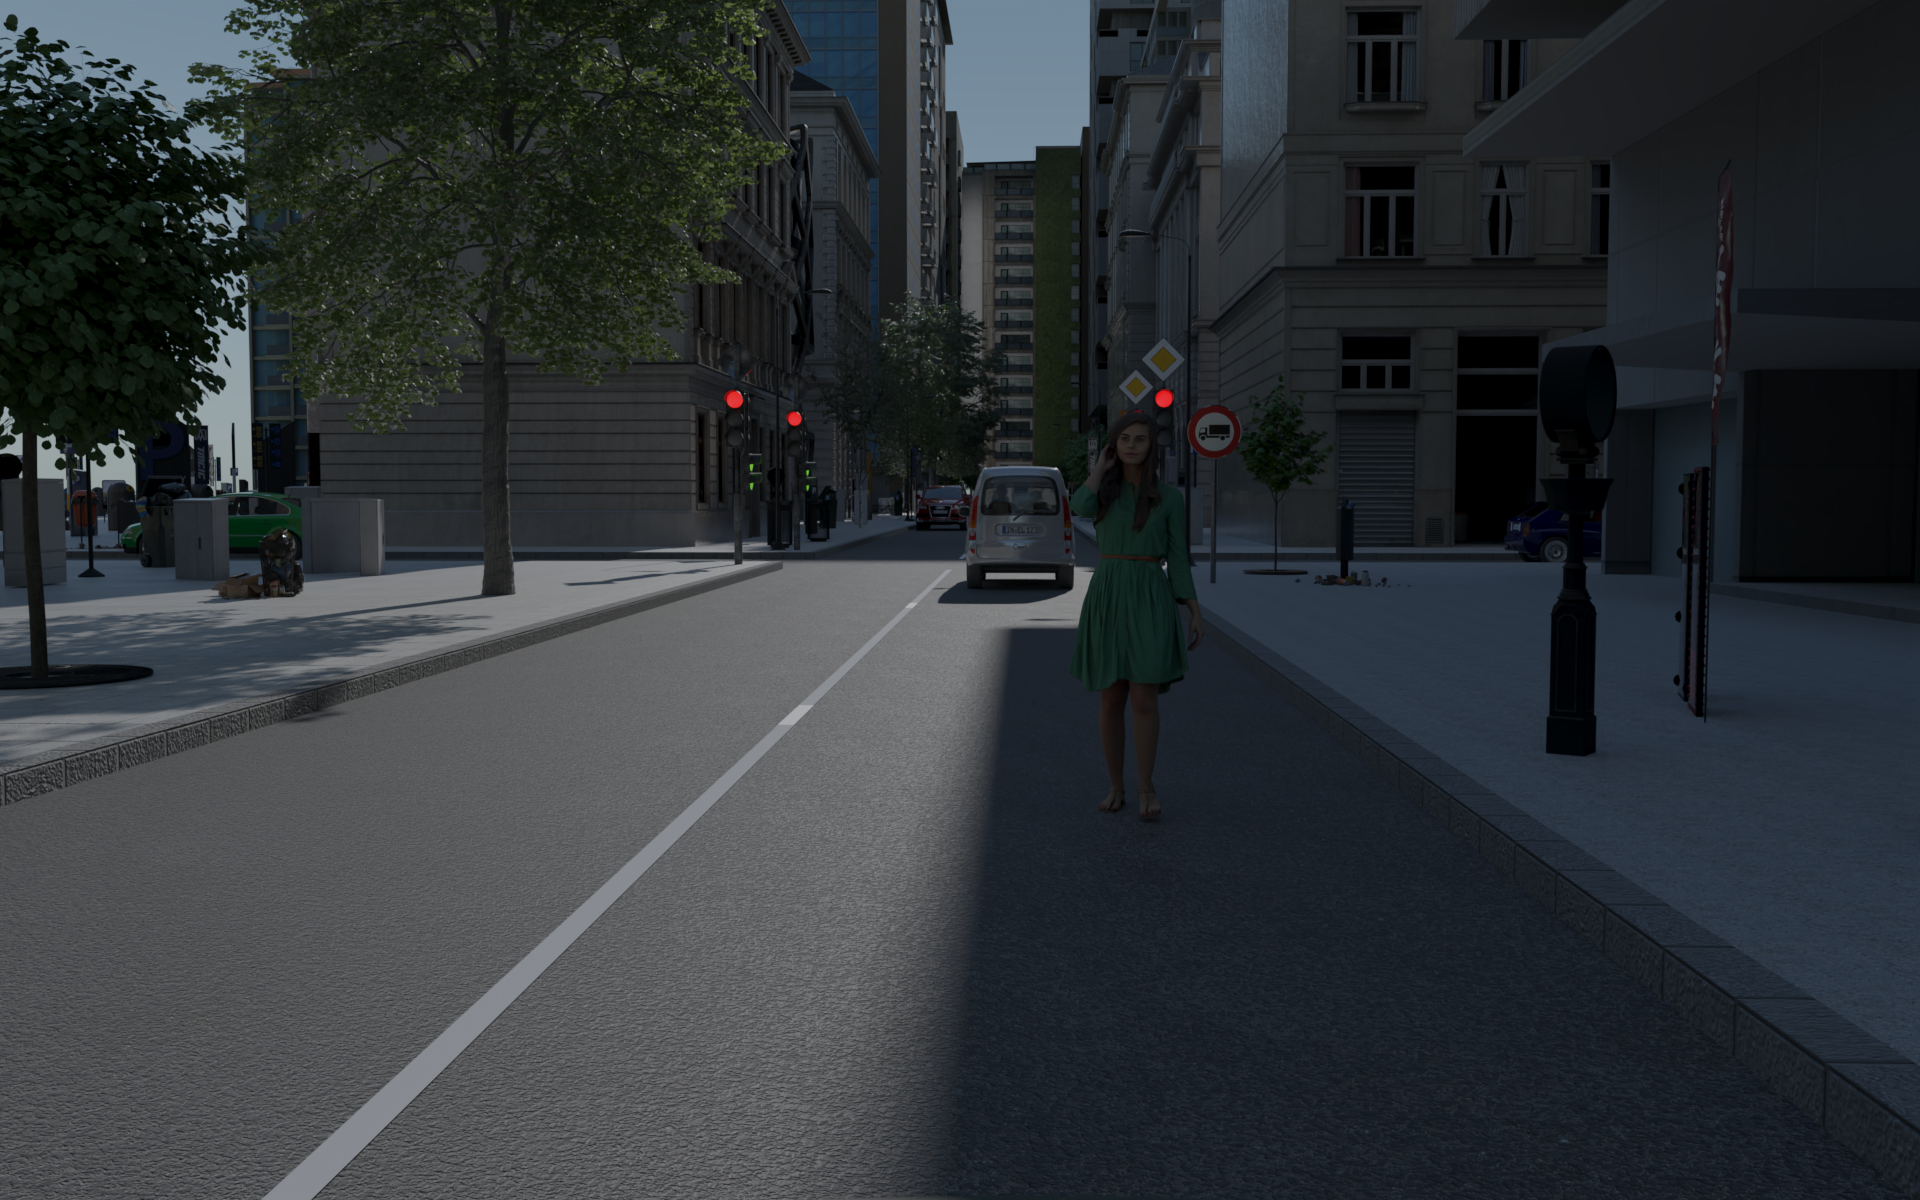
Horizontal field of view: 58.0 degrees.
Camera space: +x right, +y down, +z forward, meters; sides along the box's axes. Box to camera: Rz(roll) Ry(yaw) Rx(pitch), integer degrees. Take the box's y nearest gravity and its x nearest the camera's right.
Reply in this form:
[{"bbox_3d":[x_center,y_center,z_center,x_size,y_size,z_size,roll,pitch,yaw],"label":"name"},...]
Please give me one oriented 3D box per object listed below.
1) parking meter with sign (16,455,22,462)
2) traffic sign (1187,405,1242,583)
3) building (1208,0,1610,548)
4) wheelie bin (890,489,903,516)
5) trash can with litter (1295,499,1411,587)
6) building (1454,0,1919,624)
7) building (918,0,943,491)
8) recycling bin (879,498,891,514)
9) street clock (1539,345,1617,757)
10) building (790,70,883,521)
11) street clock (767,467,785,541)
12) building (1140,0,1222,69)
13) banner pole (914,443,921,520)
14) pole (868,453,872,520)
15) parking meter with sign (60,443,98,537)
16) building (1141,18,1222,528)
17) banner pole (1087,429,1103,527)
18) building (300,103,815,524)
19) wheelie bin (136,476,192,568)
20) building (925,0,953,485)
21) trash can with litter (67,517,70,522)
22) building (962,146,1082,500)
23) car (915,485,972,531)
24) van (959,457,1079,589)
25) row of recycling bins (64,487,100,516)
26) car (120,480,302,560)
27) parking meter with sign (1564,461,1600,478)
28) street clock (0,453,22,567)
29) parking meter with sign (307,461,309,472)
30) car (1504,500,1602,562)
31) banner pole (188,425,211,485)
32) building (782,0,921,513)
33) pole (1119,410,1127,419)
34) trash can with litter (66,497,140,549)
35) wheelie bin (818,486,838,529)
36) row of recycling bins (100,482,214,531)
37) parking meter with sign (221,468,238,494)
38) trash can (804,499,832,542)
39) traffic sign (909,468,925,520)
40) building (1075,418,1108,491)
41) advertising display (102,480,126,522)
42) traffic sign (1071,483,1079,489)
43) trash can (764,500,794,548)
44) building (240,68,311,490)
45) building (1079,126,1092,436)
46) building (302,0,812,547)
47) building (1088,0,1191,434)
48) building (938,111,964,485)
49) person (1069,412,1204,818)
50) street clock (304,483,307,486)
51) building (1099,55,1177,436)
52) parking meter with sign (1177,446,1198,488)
[{"bbox_3d":[-41.430,-4.914,76.609,0.543,3.016,1.738,-2,4,-28],"label":"parking meter with sign"},{"bbox_3d":[3.642,-1.513,24.839,0.768,2.556,0.104,0,4,7],"label":"traffic sign"},{"bbox_3d":[22.244,-13.114,47.690,30.059,22.955,16.112,0,4,2],"label":"building"},{"bbox_3d":[-3.740,-5.827,103.175,0.693,1.594,0.980,-2,4,-23],"label":"wheelie bin"},{"bbox_3d":[5.694,-0.850,24.957,1.678,1.210,2.233,1,4,18],"label":"trash can with litter"},{"bbox_3d":[20.885,-25.954,13.590,28.713,52.752,27.495,0,4,2],"label":"building"},{"bbox_3d":[-13.352,-32.069,143.943,23.786,49.044,30.456,0,4,2],"label":"building"},{"bbox_3d":[-4.948,-6.224,114.323,0.722,1.027,0.722,0,4,8],"label":"recycling bin"},{"bbox_3d":[3.028,-0.242,8.524,0.358,2.002,0.471,3,4,38],"label":"street clock"},{"bbox_3d":[-10.475,-16.133,92.651,11.050,23.489,19.941,0,4,2],"label":"building"},{"bbox_3d":[-4.977,-2.588,46.886,0.471,2.002,0.358,-1,4,-14],"label":"street clock"},{"bbox_3d":[26.270,-26.619,127.105,32.217,40.220,23.993,0,4,2],"label":"building"},{"bbox_3d":[-2.069,-5.863,85.876,0.401,3.779,0.863,1,4,16],"label":"banner pole"},{"bbox_3d":[-4.424,-5.581,85.091,0.158,3.312,0.155,0,3,0],"label":"pole"},{"bbox_3d":[-26.727,-3.448,52.633,0.543,3.016,1.738,-1,4,-9],"label":"parking meter with sign"},{"bbox_3d":[15.353,-14.341,76.271,13.314,21.916,24.055,0,4,2],"label":"building"},{"bbox_3d":[5.247,-4.699,66.841,0.863,3.779,0.401,-2,4,-31],"label":"banner pole"},{"bbox_3d":[-14.434,-12.328,69.007,16.820,18.784,16.811,0,4,2],"label":"building"},{"bbox_3d":[-13.923,-1.377,30.424,0.693,1.594,0.980,2,4,30],"label":"wheelie bin"},{"bbox_3d":[-15.021,-35.800,174.571,27.495,52.752,28.713,0,4,2],"label":"building"},{"bbox_3d":[-38.304,-3.909,75.299,0.624,1.170,1.055,1,4,20],"label":"trash can with litter"},{"bbox_3d":[7.253,-31.979,206.456,14.086,41.232,14.154,0,4,2],"label":"building"},{"bbox_3d":[-0.607,-3.726,69.599,2.281,1.827,5.304,0,4,4],"label":"car"},{"bbox_3d":[0.965,-1.261,27.630,2.013,2.044,4.112,0,4,2],"label":"van"},{"bbox_3d":[-51.142,-5.694,100.215,3.534,1.692,1.069,0,4,6],"label":"row of recycling bins"},{"bbox_3d":[-15.232,-1.696,36.533,4.718,1.807,1.959,0,4,2],"label":"car"},{"bbox_3d":[14.194,-2.649,39.568,1.738,3.016,0.543,2,4,31],"label":"parking meter with sign"},{"bbox_3d":[-16.830,-1.593,30.617,0.471,2.002,0.358,-3,4,-38],"label":"street clock"},{"bbox_3d":[-34.177,-5.823,91.471,0.543,3.016,1.738,-1,4,-19],"label":"parking meter with sign"},{"bbox_3d":[13.065,-1.359,34.795,3.894,1.354,1.945,0,4,3],"label":"car"},{"bbox_3d":[-24.319,-3.985,55.168,0.863,3.779,0.401,-3,5,-41],"label":"banner pole"},{"bbox_3d":[-10.110,-28.830,121.484,14.600,45.320,14.200,0,4,2],"label":"building"},{"bbox_3d":[3.972,-2.962,42.265,0.158,3.312,0.155,0,3,0],"label":"pole"},{"bbox_3d":[-20.060,-1.825,40.897,2.233,1.210,1.678,-3,5,-41],"label":"trash can with litter"},{"bbox_3d":[-4.923,-3.468,64.607,0.693,1.594,0.980,-1,4,-20],"label":"wheelie bin"},{"bbox_3d":[-28.381,-3.328,61.519,3.534,1.692,1.069,-3,5,-43],"label":"row of recycling bins"},{"bbox_3d":[-48.547,-7.243,114.686,1.738,3.016,0.543,2,4,32],"label":"parking meter with sign"},{"bbox_3d":[-3.821,-2.145,46.724,0.748,1.137,0.748,0,3,0],"label":"trash can"},{"bbox_3d":[-2.138,-5.155,84.287,0.884,2.594,0.081,0,4,6],"label":"traffic sign"},{"bbox_3d":[21.964,-45.127,176.074,20.563,71.187,20.611,0,4,2],"label":"building"},{"bbox_3d":[-38.320,-4.481,78.479,0.974,1.923,0.123,-1,4,-21],"label":"advertising display"},{"bbox_3d":[6.837,-6.131,100.247,0.884,2.594,0.081,1,4,9],"label":"traffic sign"},{"bbox_3d":[-4.292,-1.810,41.249,0.748,1.137,0.748,0,3,0],"label":"trash can"},{"bbox_3d":[-57.186,-32.073,179.019,28.867,44.769,22.147,0,4,2],"label":"building"},{"bbox_3d":[21.401,-34.011,206.190,14.200,45.320,14.600,0,4,2],"label":"building"},{"bbox_3d":[-10.783,-11.388,50.822,10.561,19.102,19.286,0,4,2],"label":"building"},{"bbox_3d":[25.212,-34.449,152.480,28.713,52.752,27.495,0,4,2],"label":"building"},{"bbox_3d":[-10.443,-35.875,210.263,21.600,48.544,21.300,0,4,2],"label":"building"},{"bbox_3d":[0.775,0.062,7.736,0.600,1.795,0.529,0,3,0],"label":"person"},{"bbox_3d":[-41.631,-6.479,110.503,0.471,2.002,0.358,3,5,39],"label":"street clock"},{"bbox_3d":[14.805,-18.571,100.900,12.463,27.353,25.104,0,4,2],"label":"building"},{"bbox_3d":[6.444,-3.374,51.420,1.738,3.016,0.543,-3,5,-42],"label":"parking meter with sign"}]
